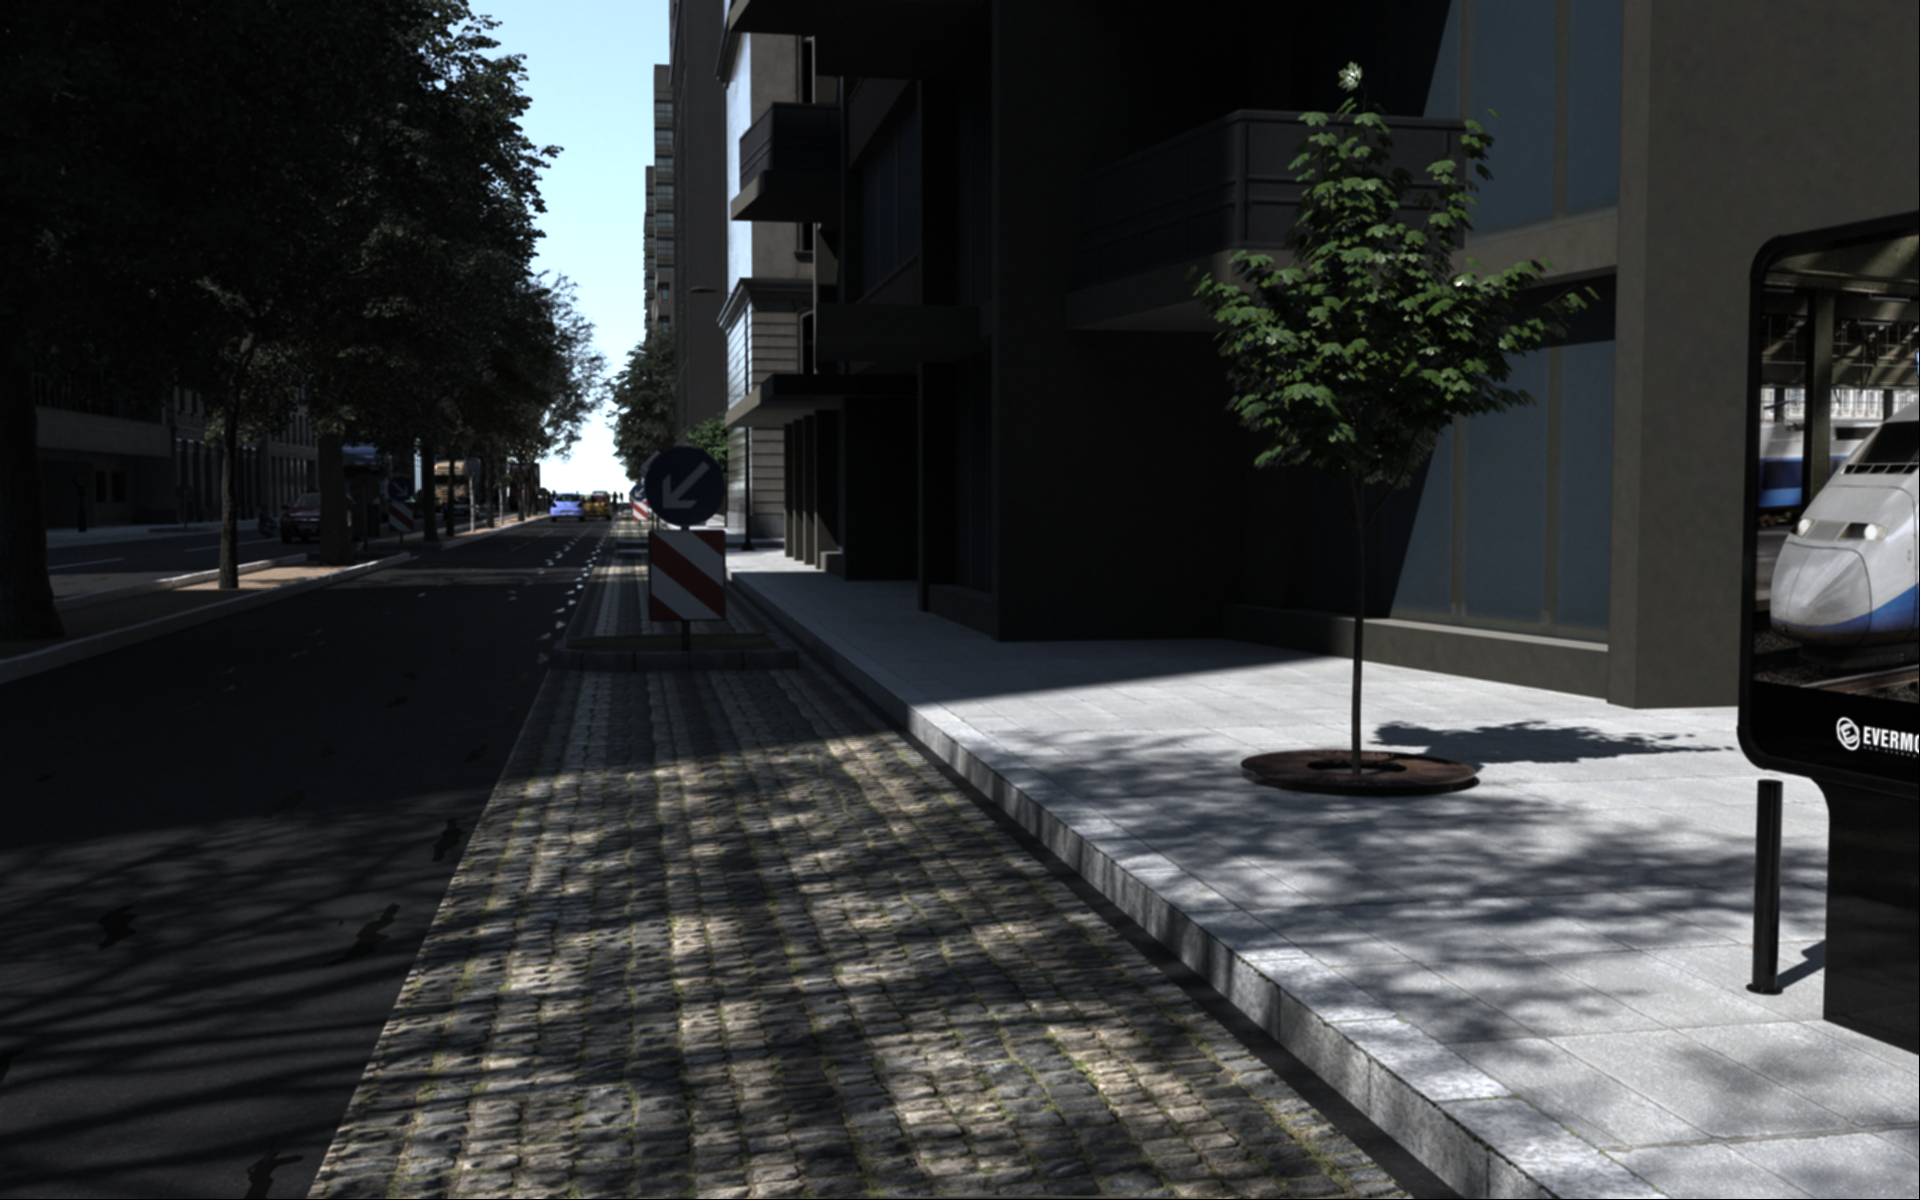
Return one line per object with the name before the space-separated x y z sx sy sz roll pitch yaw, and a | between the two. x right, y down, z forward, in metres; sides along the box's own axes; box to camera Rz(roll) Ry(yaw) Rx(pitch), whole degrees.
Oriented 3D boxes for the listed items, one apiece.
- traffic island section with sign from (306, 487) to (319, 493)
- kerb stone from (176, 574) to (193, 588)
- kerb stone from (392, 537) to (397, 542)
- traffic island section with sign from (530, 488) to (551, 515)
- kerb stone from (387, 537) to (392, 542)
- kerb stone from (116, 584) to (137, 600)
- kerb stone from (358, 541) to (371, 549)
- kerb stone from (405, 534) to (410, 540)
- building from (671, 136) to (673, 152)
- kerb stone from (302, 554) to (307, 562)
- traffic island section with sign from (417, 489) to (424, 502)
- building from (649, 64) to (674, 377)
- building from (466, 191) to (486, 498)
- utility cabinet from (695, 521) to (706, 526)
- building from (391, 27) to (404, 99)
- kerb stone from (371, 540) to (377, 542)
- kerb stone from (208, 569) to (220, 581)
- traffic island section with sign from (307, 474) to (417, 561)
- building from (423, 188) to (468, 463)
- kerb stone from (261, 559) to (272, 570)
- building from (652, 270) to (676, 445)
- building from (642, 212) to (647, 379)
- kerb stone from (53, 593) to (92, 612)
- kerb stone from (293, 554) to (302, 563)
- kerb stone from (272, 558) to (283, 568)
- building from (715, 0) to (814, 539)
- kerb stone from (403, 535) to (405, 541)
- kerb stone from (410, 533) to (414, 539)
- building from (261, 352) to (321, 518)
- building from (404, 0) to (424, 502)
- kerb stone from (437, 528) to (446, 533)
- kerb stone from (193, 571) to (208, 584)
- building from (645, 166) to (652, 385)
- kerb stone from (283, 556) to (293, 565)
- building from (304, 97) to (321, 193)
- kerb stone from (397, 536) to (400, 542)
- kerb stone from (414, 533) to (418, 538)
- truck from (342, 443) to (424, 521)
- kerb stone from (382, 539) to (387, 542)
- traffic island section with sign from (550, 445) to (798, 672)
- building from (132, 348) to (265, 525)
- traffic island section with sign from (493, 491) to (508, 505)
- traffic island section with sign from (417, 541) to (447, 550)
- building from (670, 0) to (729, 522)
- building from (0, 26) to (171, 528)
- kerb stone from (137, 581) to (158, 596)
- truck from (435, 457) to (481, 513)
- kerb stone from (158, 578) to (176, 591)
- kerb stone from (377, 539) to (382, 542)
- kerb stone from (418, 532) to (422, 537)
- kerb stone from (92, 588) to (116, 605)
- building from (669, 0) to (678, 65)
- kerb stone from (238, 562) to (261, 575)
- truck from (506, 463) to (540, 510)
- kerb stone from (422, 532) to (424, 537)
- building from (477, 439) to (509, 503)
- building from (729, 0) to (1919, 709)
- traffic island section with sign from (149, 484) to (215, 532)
traffic island section with sign | -34.386 -5.094 91.909 1.989 1.847 2.006 -1 4 -11
kerb stone | -12.024 -0.264 26.640 0.120 0.150 1.000 -1 4 -11
kerb stone | -16.571 -1.717 50.324 0.120 0.150 1.000 -1 4 -11
traffic island section with sign | -28.737 -6.795 119.238 2.006 1.907 1.989 -1 4 -11
kerb stone | -16.378 -1.656 49.320 0.120 0.150 1.000 -1 4 -11
kerb stone | -11.454 -0.086 23.610 0.120 0.150 1.000 -1 4 -11
kerb stone | -15.612 -1.412 45.290 0.120 0.150 1.000 -1 4 -11
kerb stone | -17.152 -1.905 53.353 0.120 0.150 1.000 -1 4 -11
building | -10.985 -19.764 110.529 14.401 28.519 23.554 -1 4 -11
kerb stone | -13.961 -0.888 36.711 0.120 0.150 1.000 -1 4 -11
traffic island section with sign | -43.756 -8.085 140.815 1.989 1.847 2.006 -1 4 -11
building | -22.722 -29.728 169.641 14.154 41.232 14.086 -1 4 -11
building | -73.724 -34.899 225.218 22.147 44.769 28.867 -1 4 -11
utility cabinet | -10.693 -3.578 69.658 0.306 1.237 1.020 3 5 42
building | -54.747 -30.357 146.451 14.600 45.320 14.200 -1 4 -11
kerb stone | -15.801 -1.465 46.298 0.120 0.150 1.000 -1 4 -11
kerb stone | -12.411 -0.395 28.647 0.120 0.150 1.000 -1 4 -11
traffic island section with sign | -13.198 -1.836 38.163 2.006 1.907 1.989 -1 4 -11
building | -66.156 -33.915 204.614 14.600 45.320 14.200 -1 4 -11
kerb stone | -13.189 -0.641 32.671 0.120 0.150 1.000 -1 4 -11
building | -12.424 -18.675 150.368 27.650 21.520 28.899 -1 4 -11
building | -36.997 -37.300 264.472 22.147 44.769 28.867 -1 4 -11
kerb stone | -11.074 0.048 21.601 0.120 0.150 1.000 -1 4 -11
kerb stone | -13.776 -0.826 35.702 0.120 0.150 1.000 -1 4 -11
kerb stone | -13.387 -0.703 33.690 0.120 0.150 1.000 -1 4 -11
building | 9.625 -14.574 57.362 34.723 24.649 14.460 -1 4 -11
kerb stone | -16.961 -1.844 52.339 0.120 0.150 1.000 -1 4 -11
kerb stone | -17.346 -1.967 54.356 0.120 0.150 1.000 -1 4 -11
building | -42.946 -14.858 97.681 10.420 20.320 16.860 -1 4 -11
building | -63.100 -52.240 166.799 22.319 86.520 31.000 -1 4 -11
kerb stone | -19.283 -2.584 64.441 0.120 0.150 1.000 -1 4 -11
kerb stone | -12.223 -0.333 27.642 0.120 0.150 1.000 -1 4 -11
building | -32.511 -32.761 219.229 14.154 41.232 14.086 -1 4 -11
kerb stone | -13.580 -0.761 34.694 0.120 0.150 1.000 -1 4 -11
building | -59.916 -26.537 125.759 32.217 40.220 23.993 -1 4 -11
kerb stone | -16.769 -1.782 51.332 0.120 0.150 1.000 -1 4 -11
kerb stone | -17.534 -2.026 55.367 0.120 0.150 1.000 -1 4 -11
truck | -32.257 -6.544 96.759 2.967 4.110 18.799 -1 4 -11
kerb stone | -16.184 -1.597 48.309 0.120 0.150 1.000 -1 4 -11
traffic island section with sign | -2.476 -0.378 14.814 1.989 1.847 2.006 -1 4 -11
building | -39.314 -14.150 80.505 9.793 20.994 18.267 -1 4 -11
traffic island section with sign | -59.452 -13.095 222.731 1.989 1.847 2.006 -1 4 -11
traffic island section with sign | -14.583 -2.282 45.440 2.006 1.907 1.989 -1 4 -11
building | -7.000 -17.959 87.143 14.314 27.812 24.014 -1 4 -11
building | -37.160 -14.507 56.250 14.314 24.678 30.058 -1 4 -11
kerb stone | -11.643 -0.148 24.621 0.120 0.150 1.000 -1 4 -11
truck | -38.779 -8.843 133.488 2.839 4.237 11.283 -1 4 -9
kerb stone | -11.838 -0.209 25.634 0.120 0.150 1.000 -1 4 -11
kerb stone | -15.996 -1.531 47.305 0.120 0.150 1.000 -1 4 -11
kerb stone | -17.733 -2.090 56.375 0.120 0.150 1.000 -1 4 -11
kerb stone | -11.261 -0.025 22.606 0.120 0.150 1.000 -1 4 -11
building | -22.770 -45.755 186.347 20.563 71.187 20.611 -1 4 -11
kerb stone | -12.998 -0.579 31.663 0.120 0.150 1.000 -1 4 -11
truck | -39.363 -10.256 156.604 2.839 4.237 11.283 -1 4 -12
kerb stone | -17.926 -2.152 57.385 0.120 0.150 1.000 -1 4 -11
building | -81.511 -25.010 253.945 27.650 21.520 28.899 -1 4 -11
building | 8.216 -22.567 23.593 22.147 44.769 28.867 -1 4 -11
traffic island section with sign | -29.284 -3.465 65.286 1.989 1.847 2.006 -1 4 -11
